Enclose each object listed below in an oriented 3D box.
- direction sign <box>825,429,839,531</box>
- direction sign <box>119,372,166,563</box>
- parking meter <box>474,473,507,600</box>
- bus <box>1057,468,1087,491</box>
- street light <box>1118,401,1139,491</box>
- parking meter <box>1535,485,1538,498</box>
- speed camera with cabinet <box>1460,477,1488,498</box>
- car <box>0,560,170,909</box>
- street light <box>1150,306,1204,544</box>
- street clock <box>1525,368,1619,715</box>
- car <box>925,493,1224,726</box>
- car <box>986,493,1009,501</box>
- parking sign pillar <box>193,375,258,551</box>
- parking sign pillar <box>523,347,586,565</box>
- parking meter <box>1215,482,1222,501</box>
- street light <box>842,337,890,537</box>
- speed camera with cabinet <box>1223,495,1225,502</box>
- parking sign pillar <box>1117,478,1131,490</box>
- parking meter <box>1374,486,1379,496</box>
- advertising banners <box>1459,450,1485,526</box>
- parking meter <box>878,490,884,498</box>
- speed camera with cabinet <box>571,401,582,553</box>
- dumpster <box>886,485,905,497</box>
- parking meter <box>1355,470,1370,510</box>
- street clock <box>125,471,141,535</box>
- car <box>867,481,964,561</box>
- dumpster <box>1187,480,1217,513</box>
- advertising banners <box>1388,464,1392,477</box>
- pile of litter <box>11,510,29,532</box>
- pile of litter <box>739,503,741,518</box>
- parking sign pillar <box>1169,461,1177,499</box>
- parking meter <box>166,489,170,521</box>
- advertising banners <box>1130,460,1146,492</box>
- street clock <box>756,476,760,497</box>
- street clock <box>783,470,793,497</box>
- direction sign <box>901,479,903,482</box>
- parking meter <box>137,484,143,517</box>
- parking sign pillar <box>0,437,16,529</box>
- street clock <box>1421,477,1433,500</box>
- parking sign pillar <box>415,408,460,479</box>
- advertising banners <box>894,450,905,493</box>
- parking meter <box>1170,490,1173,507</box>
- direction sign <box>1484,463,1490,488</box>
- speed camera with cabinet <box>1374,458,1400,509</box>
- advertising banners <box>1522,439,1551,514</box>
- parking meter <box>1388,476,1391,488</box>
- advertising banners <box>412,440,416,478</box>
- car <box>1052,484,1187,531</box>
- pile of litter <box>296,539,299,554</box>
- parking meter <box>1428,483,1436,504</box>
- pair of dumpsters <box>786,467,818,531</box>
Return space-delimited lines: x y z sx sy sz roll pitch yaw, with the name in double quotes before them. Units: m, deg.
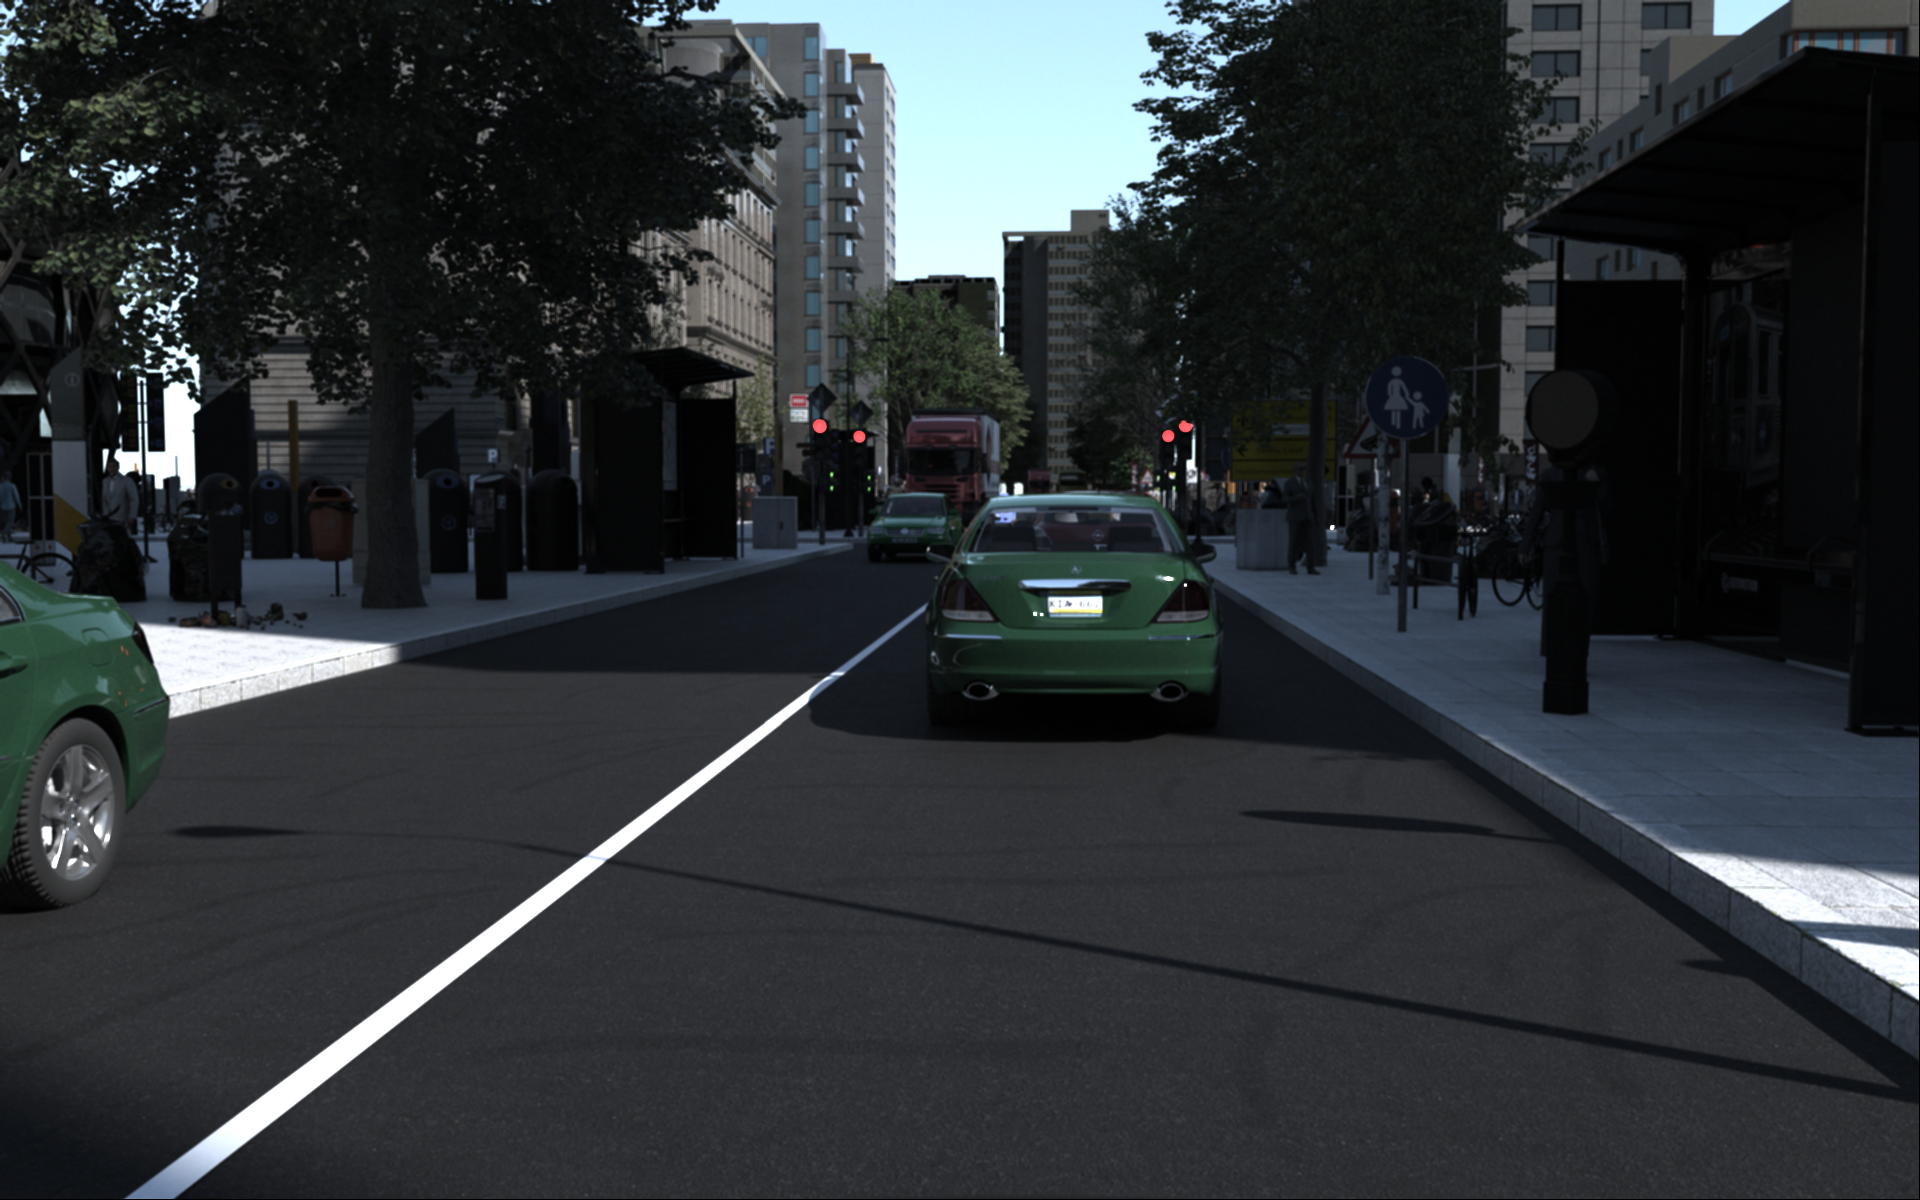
"direction sign" -4.568 -4.178 60.312 0.876 3.537 0.379 2 4 34
"direction sign" -15.227 -2.466 32.322 0.876 3.537 0.379 1 4 9
"parking meter" -5.730 -0.779 21.146 0.372 1.533 0.369 0 3 0
"bus" 10.668 -10.587 164.639 2.896 3.916 12.252 0 4 3
"street light" 8.321 -6.941 86.024 1.470 5.913 1.316 0 4 4
"parking meter" 30.504 -5.228 91.184 0.399 1.863 0.255 -1 4 -22
"speed camera with cabinet" 27.725 -6.126 94.496 2.038 3.252 0.660 -1 4 -11
"car" -4.025 0.433 4.726 2.131 1.459 4.920 0 4 2
"street light" 5.387 -4.304 42.910 1.470 5.913 1.316 0 4 4
"street clock" 3.552 -0.338 10.101 0.358 2.002 0.471 -3 5 -41
"car" 0.779 -0.022 12.153 2.131 1.459 4.920 0 4 3
"car" 1.564 -4.089 76.445 1.945 1.707 3.694 0 4 5
"parking sign pillar" -16.738 -3.121 39.508 1.447 3.967 1.447 0 4 5
"parking sign pillar" -7.479 -2.640 31.633 1.447 3.967 1.447 0 4 -4
"parking meter" 12.867 -4.941 86.493 0.255 1.863 0.399 -2 4 -33
"street light" -2.785 -4.831 51.530 1.470 5.913 1.316 0 4 4
"speed camera with cabinet" 17.348 -7.686 120.000 2.038 3.252 0.660 2 4 33
"parking sign pillar" 11.745 -8.200 122.537 1.447 3.967 1.447 0 4 1
"parking meter" 13.433 -2.923 56.194 0.372 1.533 0.369 0 3 0
"advertising banners" 20.554 -4.503 69.807 0.090 3.025 2.074 -1 4 -17
"parking meter" -4.730 -5.852 104.094 0.372 1.533 0.369 0 3 0
"speed camera with cabinet" -7.460 -2.571 36.369 0.660 3.252 2.038 -3 5 -39
"dumpster" -3.947 -6.296 108.691 1.264 1.857 1.865 0 4 4
"parking meter" 9.729 -2.197 41.627 0.255 1.863 0.399 3 5 43
"street clock" -25.789 -3.026 54.047 0.471 2.002 0.358 -2 4 -23
"car" -0.946 -1.798 38.192 1.959 1.807 4.718 0 4 5
"dumpster" 9.900 -3.999 71.137 1.264 1.857 1.865 0 4 4
"advertising banners" 24.952 -6.540 103.119 0.090 3.025 2.074 -2 4 -28
"pile of litter" -31.311 -2.736 58.698 1.719 0.858 1.176 -1 4 -21
"pile of litter" -12.303 -4.875 93.665 1.176 0.858 1.719 1 4 16
"parking sign pillar" 14.620 -7.888 117.445 1.447 3.967 1.447 3 4 38
"parking meter" -36.311 -4.324 79.115 0.372 1.533 0.369 0 3 0
"advertising banners" 9.739 -5.690 89.226 2.074 3.025 0.090 2 4 24
"street clock" -6.264 -3.085 55.006 0.358 2.002 0.471 -3 5 -40
"street clock" -5.195 -2.857 51.283 0.471 2.002 0.358 1 4 15
"direction sign" -3.667 -7.462 114.004 0.876 3.537 0.379 -1 4 -11
"parking meter" -45.259 -5.488 95.447 0.255 1.863 0.399 3 5 39
"parking sign pillar" -35.368 -4.577 63.299 1.447 3.967 1.447 1 4 9
"street clock" 19.837 -4.224 73.630 0.471 2.002 0.358 1 4 12
"parking sign pillar" -16.402 -4.033 54.409 1.447 3.967 1.447 1 4 12
"advertising banners" -2.187 -4.498 69.733 0.090 3.025 2.074 2 4 25
"parking meter" 11.311 -5.087 91.583 0.372 1.533 0.369 0 3 0
"direction sign" 29.352 -6.419 96.952 0.379 3.537 0.876 -1 4 -23
"speed camera with cabinet" 16.530 -4.448 67.062 0.660 3.252 2.038 -1 4 -12
"advertising banners" 18.793 -3.576 54.659 2.074 3.025 0.090 2 4 25
"parking meter" 14.055 -3.163 57.424 0.399 1.863 0.255 1 4 11
"advertising banners" -17.692 -3.747 57.449 0.090 3.025 2.074 1 4 10
"car" 1.695 -0.737 21.095 2.155 1.783 4.494 0 4 5
"pile of litter" -13.673 -1.425 37.266 1.176 0.858 1.719 0 4 7
"parking meter" 23.712 -4.974 87.036 0.255 1.863 0.399 -2 4 -33
"pair of dumpsters" -5.908 -3.619 61.659 1.574 2.255 4.437 0 4 4
